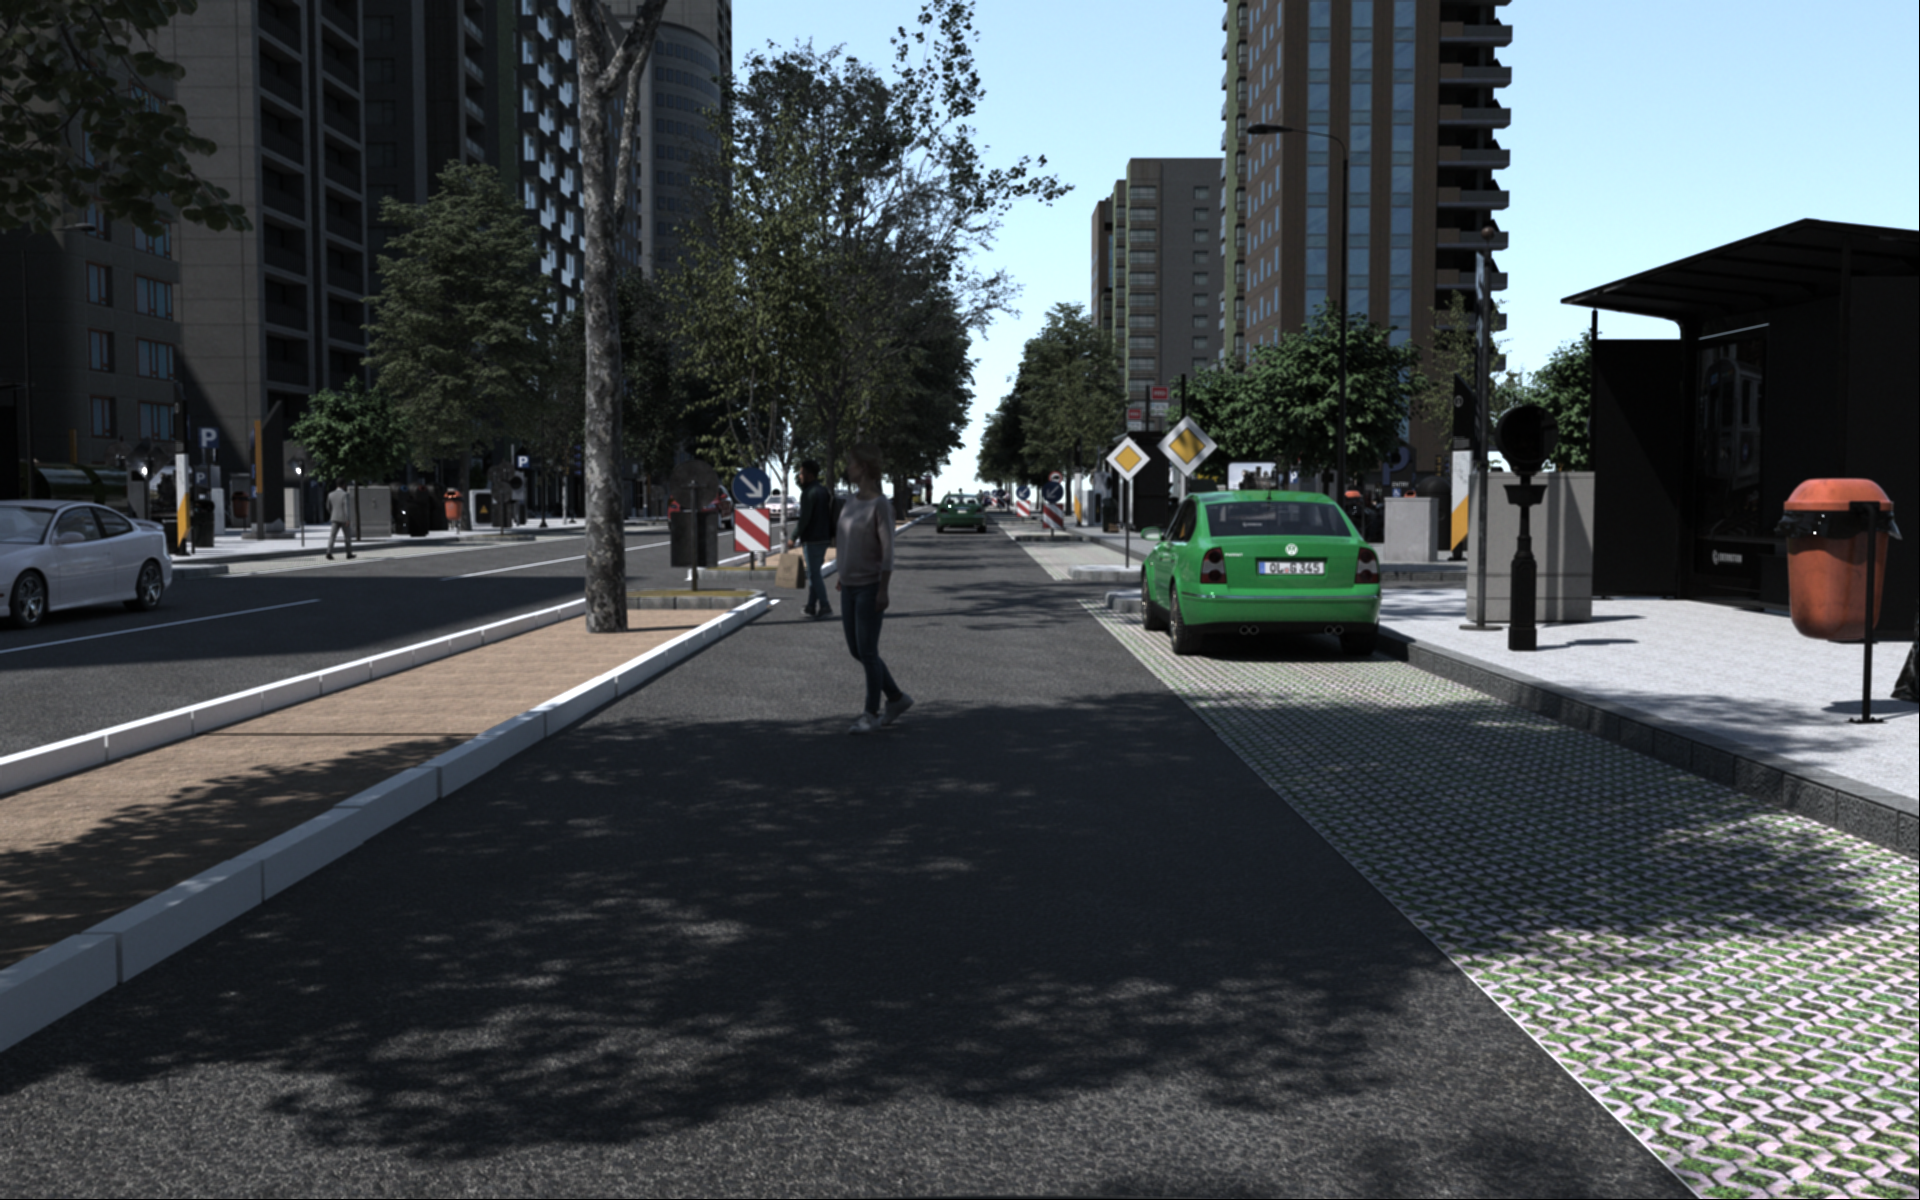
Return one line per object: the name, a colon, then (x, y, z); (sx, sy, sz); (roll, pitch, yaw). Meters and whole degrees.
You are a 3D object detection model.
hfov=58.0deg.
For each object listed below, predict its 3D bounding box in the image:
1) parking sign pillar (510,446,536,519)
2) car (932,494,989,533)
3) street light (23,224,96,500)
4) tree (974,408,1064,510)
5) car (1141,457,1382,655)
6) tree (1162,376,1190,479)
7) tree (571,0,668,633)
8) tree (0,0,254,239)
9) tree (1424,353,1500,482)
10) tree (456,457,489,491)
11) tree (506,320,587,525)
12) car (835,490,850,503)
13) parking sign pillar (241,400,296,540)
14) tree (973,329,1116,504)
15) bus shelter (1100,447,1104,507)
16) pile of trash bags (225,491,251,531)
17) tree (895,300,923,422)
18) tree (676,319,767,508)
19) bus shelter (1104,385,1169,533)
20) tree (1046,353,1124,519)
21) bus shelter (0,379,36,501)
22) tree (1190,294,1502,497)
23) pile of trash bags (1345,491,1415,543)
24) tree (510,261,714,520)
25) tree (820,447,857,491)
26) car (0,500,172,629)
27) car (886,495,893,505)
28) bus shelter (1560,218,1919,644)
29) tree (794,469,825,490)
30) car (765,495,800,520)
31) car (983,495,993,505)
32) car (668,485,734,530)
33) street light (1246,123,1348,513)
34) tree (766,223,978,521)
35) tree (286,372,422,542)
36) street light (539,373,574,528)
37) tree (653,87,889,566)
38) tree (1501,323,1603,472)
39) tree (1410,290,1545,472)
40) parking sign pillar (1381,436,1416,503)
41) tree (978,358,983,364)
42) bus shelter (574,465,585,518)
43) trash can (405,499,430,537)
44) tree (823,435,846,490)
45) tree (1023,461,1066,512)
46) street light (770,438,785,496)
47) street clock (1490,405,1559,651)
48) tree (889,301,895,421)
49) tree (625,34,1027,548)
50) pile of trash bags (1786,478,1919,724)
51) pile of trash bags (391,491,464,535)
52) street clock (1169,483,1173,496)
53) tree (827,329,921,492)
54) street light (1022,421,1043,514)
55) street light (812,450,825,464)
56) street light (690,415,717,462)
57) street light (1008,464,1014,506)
parking sign pillar: (-23.162, -6.295, 91.389); (1.447, 3.967, 1.447); (3, 4, 37)
car: (0.026, -3.229, 64.595); (2.131, 1.459, 4.920); (0, 4, -1)
street light: (-15.542, -3.509, 29.921); (1.470, 5.913, 1.316); (0, 4, 0)
tree: (6.315, -14.345, 168.949); (8.767, 10.594, 7.601); (-1, 4, -20)
car: (2.787, -0.484, 16.713); (1.959, 1.807, 4.718); (0, 4, 0)
tree: (6.091, -3.412, 39.499); (4.285, 4.588, 4.351); (0, 3, 0)
tree: (-2.438, -9.668, 16.420); (12.611, 20.169, 13.585); (0, 3, 0)
tree: (-3.573, -5.116, 4.226); (7.486, 12.596, 7.792); (0, 3, 0)
tree: (26.424, -8.653, 91.833); (4.360, 8.622, 3.978); (0, 3, 0)
tree: (-24.821, -5.782, 89.138); (1.663, 3.219, 1.824); (0, 3, 0)
tree: (-16.879, -7.484, 72.726); (4.360, 8.622, 3.978); (0, 3, 0)
car: (-10.261, -8.495, 147.565); (2.281, 1.827, 5.304); (0, 4, -1)
parking sign pillar: (-19.732, -3.721, 49.311); (1.447, 3.967, 1.447); (0, 4, 3)
tree: (6.434, -12.267, 117.574); (9.611, 12.733, 9.660); (0, 3, 0)
bus shelter: (7.401, -6.161, 78.356); (2.179, 5.291, 8.768); (0, 4, 0)
pile of trash bags: (-28.236, -3.468, 66.453); (3.447, 1.369, 1.912); (-1, 4, -9)
tree: (-3.103, -6.219, 54.505); (4.737, 8.622, 4.395); (0, 3, 0)
tree: (-16.261, -13.204, 122.534); (9.857, 13.997, 8.962); (0, 3, 0)
bus shelter: (6.644, -5.137, 61.619); (2.179, 5.291, 8.768); (0, 4, 0)
tree: (6.180, -8.552, 90.193); (4.737, 8.622, 4.395); (0, 3, 0)
bus shelter: (-20.404, -2.592, 33.654); (1.731, 3.624, 6.357); (0, 3, 0)
tree: (6.167, -2.748, 28.650); (4.285, 4.588, 4.351); (0, 3, 0)
pile of trash bags: (11.143, -2.270, 46.863); (1.912, 1.369, 3.447); (-1, 4, -10)
tree: (-16.897, -10.297, 85.362); (9.611, 12.733, 9.660); (0, 3, 0)
tree: (-16.191, -20.543, 252.880); (9.611, 12.733, 9.660); (0, 3, 0)
car: (-10.808, -0.459, 19.864); (2.083, 1.381, 4.827); (0, 4, 0)
car: (-6.861, -9.389, 166.087); (1.945, 1.354, 3.894); (0, 3, 0)
bus shelter: (8.072, -1.627, 17.892); (1.731, 3.624, 6.357); (0, 4, 0)
tree: (-15.810, -12.164, 182.590); (4.285, 4.588, 4.351); (0, 3, 0)
car: (-9.937, -5.133, 96.294); (2.083, 1.381, 4.827); (0, 4, 0)
car: (3.436, -10.915, 191.034); (1.945, 1.354, 3.894); (0, 4, 1)
car: (-10.422, -3.748, 69.950); (2.281, 1.827, 5.304); (0, 4, 1)
street light: (4.291, -3.017, 21.873); (1.470, 5.913, 1.316); (0, 4, 0)
tree: (-3.812, -10.480, 80.459); (9.857, 13.997, 8.962); (0, 3, 0)
tree: (-16.346, -3.860, 46.827); (4.285, 4.588, 4.351); (0, 3, 0)
street light: (-15.362, -5.713, 65.950); (1.470, 5.913, 1.316); (0, 4, 0)
tree: (-3.642, -4.807, 31.419); (4.737, 8.622, 4.395); (0, 3, 0)
tree: (12.143, -3.037, 33.376); (4.285, 4.588, 4.351); (0, 3, 0)
tree: (18.178, -6.810, 61.699); (4.737, 8.622, 4.395); (0, 3, 0)
parking sign pillar: (17.700, -4.979, 69.885); (1.447, 3.967, 1.447); (3, 4, 36)
tree: (-3.261, -11.171, 91.763); (9.857, 13.997, 8.962); (0, 3, 0)
bus shelter: (-19.449, -6.291, 94.148); (1.731, 3.624, 6.357); (0, 4, 0)
trash can: (-16.287, -2.469, 52.027); (0.748, 1.137, 0.748); (0, 3, 0)
tree: (-15.391, -17.477, 220.168); (8.767, 10.594, 7.601); (2, 4, 28)
tree: (6.262, -8.800, 127.590); (4.285, 4.588, 4.351); (0, 3, 0)
street light: (-15.101, -10.411, 142.755); (1.470, 5.913, 1.316); (0, 4, 0)
street clock: (4.619, -0.587, 14.171); (0.471, 2.002, 0.358); (0, 4, 6)
tree: (-3.723, -5.103, 36.247); (4.737, 8.622, 4.395); (0, 3, 0)
tree: (-3.444, -8.125, 45.671); (12.009, 13.543, 11.850); (0, 3, 0)
pile of trash bags: (6.395, -0.031, 10.260); (3.447, 1.369, 1.912); (-1, 4, -14)
pile of trash bags: (-17.407, -2.775, 55.129); (3.447, 1.369, 1.912); (1, 4, 10)
street clock: (8.614, -4.130, 72.096); (0.471, 2.002, 0.358); (-1, 4, -20)
tree: (-3.601, -7.360, 73.161); (4.360, 8.622, 3.978); (0, 3, 0)
street light: (4.640, -8.386, 109.644); (1.470, 5.913, 1.316); (0, 4, 0)
street light: (-14.928, -12.604, 178.619); (1.470, 5.913, 1.316); (0, 4, 0)
street light: (-15.243, -7.888, 101.505); (1.470, 5.913, 1.316); (0, 4, 0)
street light: (4.710, -10.603, 145.894); (1.470, 5.913, 1.316); (0, 4, 0)
